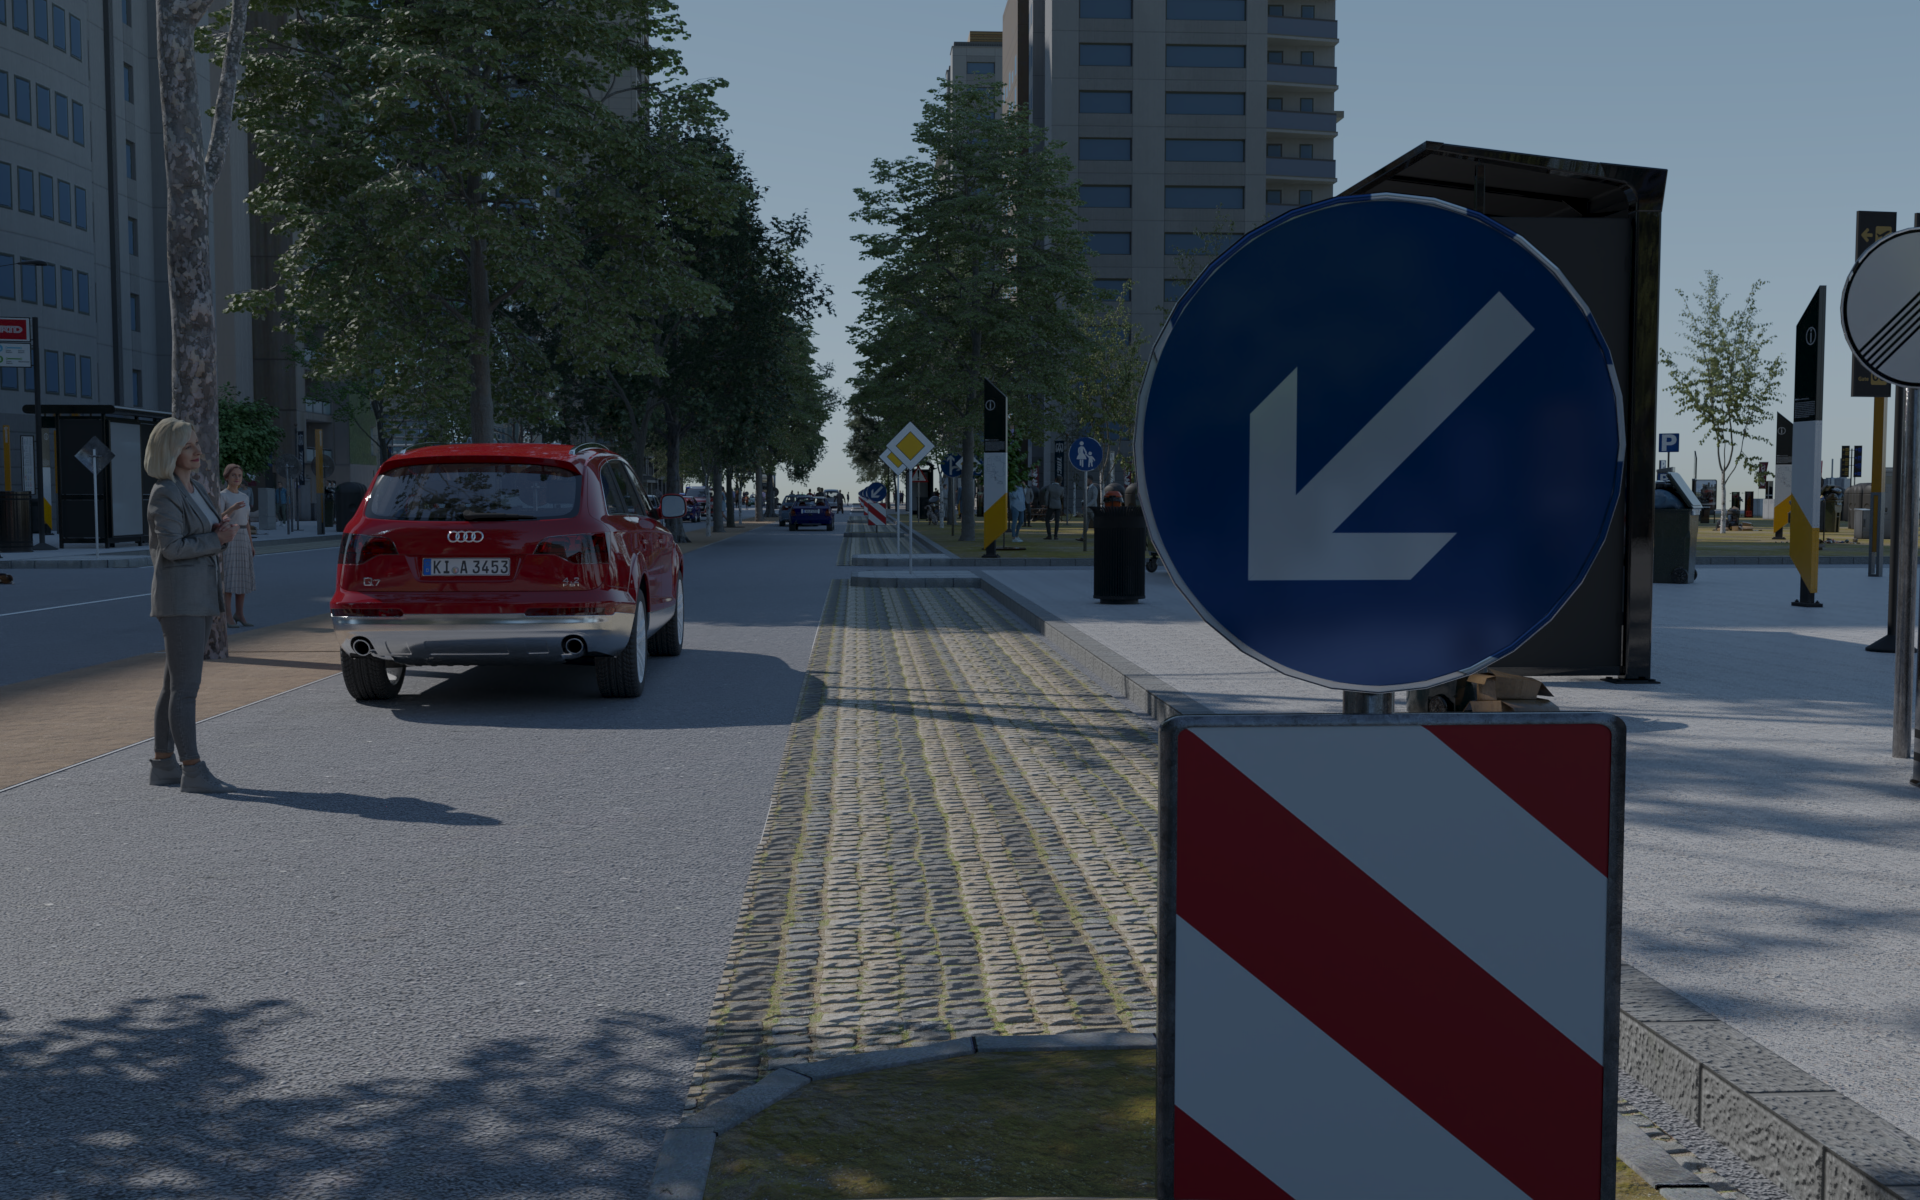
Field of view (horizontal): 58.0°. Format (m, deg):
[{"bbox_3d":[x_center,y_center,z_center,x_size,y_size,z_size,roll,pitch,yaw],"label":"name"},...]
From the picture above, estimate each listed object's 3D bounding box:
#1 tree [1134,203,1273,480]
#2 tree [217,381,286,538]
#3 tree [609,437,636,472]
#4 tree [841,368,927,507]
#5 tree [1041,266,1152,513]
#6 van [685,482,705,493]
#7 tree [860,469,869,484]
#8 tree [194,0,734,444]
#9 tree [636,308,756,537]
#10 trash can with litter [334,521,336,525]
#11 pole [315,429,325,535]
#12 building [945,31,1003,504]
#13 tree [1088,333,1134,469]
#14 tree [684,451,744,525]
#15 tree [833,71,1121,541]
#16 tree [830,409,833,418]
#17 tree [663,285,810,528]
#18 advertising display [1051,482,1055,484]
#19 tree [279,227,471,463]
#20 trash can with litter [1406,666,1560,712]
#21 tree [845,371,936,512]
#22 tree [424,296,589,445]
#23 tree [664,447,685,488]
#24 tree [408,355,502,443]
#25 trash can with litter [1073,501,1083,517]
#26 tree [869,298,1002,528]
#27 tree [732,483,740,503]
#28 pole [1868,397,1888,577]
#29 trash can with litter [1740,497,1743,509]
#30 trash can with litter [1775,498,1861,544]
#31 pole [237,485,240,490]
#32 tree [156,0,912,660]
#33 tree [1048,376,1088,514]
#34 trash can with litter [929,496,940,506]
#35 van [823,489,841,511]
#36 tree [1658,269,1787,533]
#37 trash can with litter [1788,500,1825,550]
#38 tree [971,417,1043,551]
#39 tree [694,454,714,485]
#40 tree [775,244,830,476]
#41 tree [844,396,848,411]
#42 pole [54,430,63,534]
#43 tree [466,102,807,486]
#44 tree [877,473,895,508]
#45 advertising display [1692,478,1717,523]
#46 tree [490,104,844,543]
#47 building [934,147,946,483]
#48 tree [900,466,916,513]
[{"bbox_3d":[7.076,-5.776,44.798,4.360,8.622,3.978,0,3,0],"label":"tree"},{"bbox_3d":[-21.252,-4.065,50.172,4.285,4.588,4.351,0,3,0],"label":"tree"},{"bbox_3d":[-26.424,-11.477,138.012,4.360,8.622,3.978,0,3,0],"label":"tree"},{"bbox_3d":[-7.210,-16.120,170.217,9.857,13.997,8.962,0,3,0],"label":"tree"},{"bbox_3d":[4.604,-6.438,55.629,4.737,8.622,4.395,0,3,0],"label":"tree"},{"bbox_3d":[-20.208,-7.898,133.515,2.240,2.365,5.245,0,4,-4],"label":"van"},{"bbox_3d":[-13.243,-19.280,265.597,4.360,8.622,3.978,0,3,0],"label":"tree"},{"bbox_3d":[-6.784,-6.354,24.467,7.486,12.596,7.792,0,3,0],"label":"tree"},{"bbox_3d":[-8.378,-6.395,57.383,4.360,8.622,3.978,0,3,0],"label":"tree"},{"bbox_3d":[-25.841,-3.781,72.878,2.233,1.210,1.678,2,4,34],"label":"trash can with litter"},{"bbox_3d":[-20.162,-3.713,54.543,0.158,3.312,0.155,0,3,0],"label":"pole"},{"bbox_3d":[8.694,-41.989,228.511,21.231,58.520,28.212,0,4,-3],"label":"building"},{"bbox_3d":[8.351,-7.863,78.916,4.360,8.622,3.978,0,3,0],"label":"tree"},{"bbox_3d":[-10.315,-7.833,80.882,4.737,8.622,4.395,0,3,0],"label":"tree"},{"bbox_3d":[0.616,-7.891,47.137,7.486,12.596,7.792,0,3,0],"label":"tree"},{"bbox_3d":[-10.260,-10.278,88.637,7.486,12.596,7.792,0,3,0],"label":"tree"},{"bbox_3d":[-9.864,-8.879,73.385,9.928,11.665,9.643,0,3,0],"label":"tree"},{"bbox_3d":[5.114,-5.345,92.603,0.123,1.923,0.974,-1,4,-20],"label":"advertising display"},{"bbox_3d":[-21.914,-8.548,65.511,9.928,11.665,9.643,0,3,0],"label":"tree"},{"bbox_3d":[2.976,0.094,9.851,0.624,1.170,1.055,-2,4,-27],"label":"trash can with litter"},{"bbox_3d":[-4.926,-11.709,125.854,7.601,10.594,8.767,0,4,3],"label":"tree"},{"bbox_3d":[-23.821,-11.233,94.028,12.009,13.543,11.850,0,3,0],"label":"tree"},{"bbox_3d":[-27.337,-13.369,168.937,4.737,8.622,4.395,0,3,0],"label":"tree"},{"bbox_3d":[-22.180,-7.755,77.152,4.737,8.622,4.395,0,3,0],"label":"tree"},{"bbox_3d":[6.778,-5.114,94.996,1.055,1.170,0.624,-1,4,-20],"label":"trash can with litter"},{"bbox_3d":[-0.565,-6.996,64.752,4.360,8.622,3.978,0,3,0],"label":"tree"},{"bbox_3d":[-33.867,-16.439,263.371,1.663,3.219,1.824,0,3,0],"label":"tree"},{"bbox_3d":[14.217,-2.016,26.802,0.158,3.312,0.155,0,3,0],"label":"pole"},{"bbox_3d":[48.298,-5.893,107.730,0.624,1.170,1.055,2,4,35],"label":"trash can with litter"},{"bbox_3d":[22.703,-2.093,45.278,1.678,1.210,2.233,-3,5,-44],"label":"trash can with litter"},{"bbox_3d":[-34.260,-5.402,82.164,0.158,3.312,0.155,0,3,0],"label":"pole"},{"bbox_3d":[-5.325,-9.499,13.660,12.611,20.169,13.585,0,3,0],"label":"tree"},{"bbox_3d":[7.428,-9.692,108.824,4.360,8.622,3.978,0,3,0],"label":"tree"},{"bbox_3d":[-1.451,-4.990,92.969,0.624,1.170,1.055,2,4,25],"label":"trash can with litter"},{"bbox_3d":[-11.004,-8.619,147.933,2.013,2.044,4.112,0,4,-4],"label":"van"},{"bbox_3d":[24.813,-6.469,56.134,4.737,8.622,4.395,0,3,0],"label":"tree"},{"bbox_3d":[19.624,-1.751,40.016,0.624,1.170,1.055,0,4,-6],"label":"trash can with litter"},{"bbox_3d":[1.130,-2.761,39.736,1.663,3.219,1.824,0,3,0],"label":"tree"},{"bbox_3d":[-29.388,-16.907,183.085,9.857,13.997,8.962,0,3,0],"label":"tree"},{"bbox_3d":[-8.870,-8.754,63.707,7.486,12.596,7.792,0,3,0],"label":"tree"},{"bbox_3d":[-11.661,-11.403,105.907,9.611,12.733,9.660,0,3,0],"label":"tree"},{"bbox_3d":[-28.858,-3.769,55.472,0.158,3.312,0.155,0,3,0],"label":"pole"},{"bbox_3d":[-7.866,-6.403,41.564,8.767,10.594,7.601,0,4,-3],"label":"tree"},{"bbox_3d":[-6.603,-10.151,160.570,1.663,3.219,1.824,0,3,0],"label":"tree"},{"bbox_3d":[32.609,-4.316,75.778,0.974,1.923,0.123,0,4,-2],"label":"advertising display"},{"bbox_3d":[-8.353,-7.994,50.175,9.611,12.733,9.660,0,3,0],"label":"tree"},{"bbox_3d":[10.708,-40.821,256.660,28.713,52.752,27.495,0,4,-3],"label":"building"},{"bbox_3d":[-3.058,-7.435,116.157,1.663,3.219,1.824,0,3,0],"label":"tree"}]
